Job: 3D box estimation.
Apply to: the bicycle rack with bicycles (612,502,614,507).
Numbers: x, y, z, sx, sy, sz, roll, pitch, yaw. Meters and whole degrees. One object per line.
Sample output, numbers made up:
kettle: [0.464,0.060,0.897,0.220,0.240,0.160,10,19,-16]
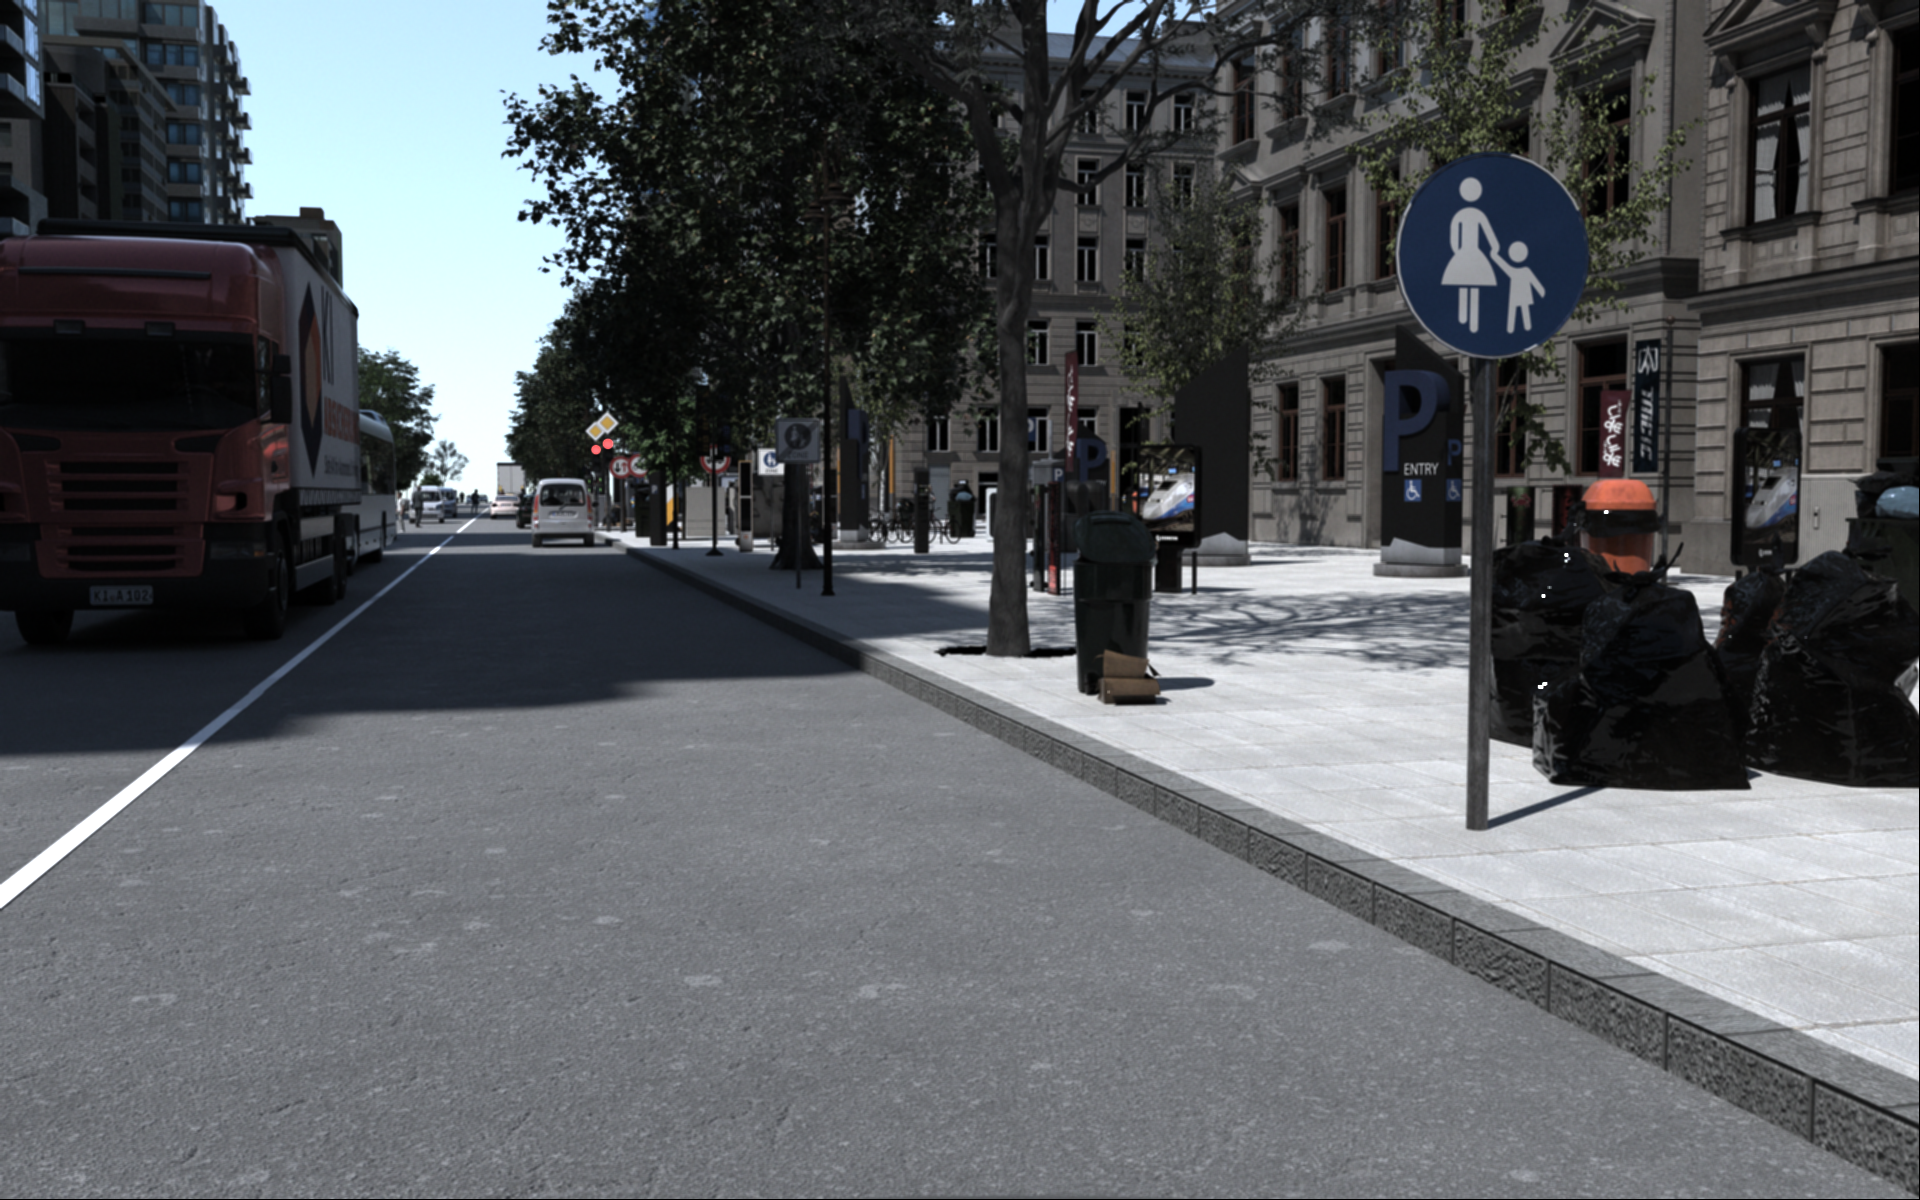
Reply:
bicycle rack with bicycles: [-22.507,-5.841,108.887,2.852,0.926,2.925,-1,4,-9]

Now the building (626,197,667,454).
building: [-42.724,-37.367,261.057,14.600,45.320,14.200,-1,4,-15]

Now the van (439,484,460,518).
van: [-31.812,-6.086,106.524,2.013,2.044,4.112,-1,4,-16]

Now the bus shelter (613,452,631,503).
bus shelter: [-19.262,-6.636,99.785,1.731,3.624,6.357,-1,4,-15]

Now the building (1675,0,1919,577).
building: [18.484,-9.492,19.820,10.561,19.102,19.286,-1,4,-15]

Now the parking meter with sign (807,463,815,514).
parking meter with sign: [-6.193,-4.441,68.879,0.543,3.016,1.738,-1,4,-17]

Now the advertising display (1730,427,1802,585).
advertising display: [7.879,-0.717,16.935,0.974,1.923,0.123,-2,4,-33]

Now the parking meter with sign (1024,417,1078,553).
parking meter with sign: [1.971,-2.588,38.575,0.543,3.016,1.738,-3,4,-36]

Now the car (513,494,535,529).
car: [-17.826,-3.876,73.164,2.009,1.686,4.222,-1,4,-16]

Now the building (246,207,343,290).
building: [-104.739,-38.068,272.524,14.600,45.320,14.200,-1,4,-15]

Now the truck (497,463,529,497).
truck: [-41.280,-10.446,159.697,2.839,4.237,11.283,-1,4,-13]

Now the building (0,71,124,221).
building: [-65.719,-21.168,117.792,14.160,30.474,14.107,-1,4,-15]

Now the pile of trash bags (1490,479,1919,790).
pile of trash bags: [3.703,0.041,9.075,1.912,1.369,3.447,1,4,9]

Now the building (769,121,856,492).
building: [-4.319,-19.951,112.105,13.634,28.700,20.117,-1,4,-15]

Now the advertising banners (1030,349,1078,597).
advertising banners: [1.194,-1.581,22.030,0.090,3.025,2.074,-1,4,-12]

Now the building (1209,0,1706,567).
building: [14.475,-12.478,40.168,11.583,22.565,21.152,-1,4,-15]

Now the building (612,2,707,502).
building: [-45.083,-59.373,283.418,22.319,86.520,31.000,-1,4,-15]

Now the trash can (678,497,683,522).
trash can: [-12.994,-4.213,80.531,0.748,1.137,0.748,0,3,0]

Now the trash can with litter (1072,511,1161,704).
trash can with litter: [1.065,0.025,10.973,0.624,1.170,1.055,0,4,-8]

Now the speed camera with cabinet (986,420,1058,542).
speed camera with cabinet: [1.716,-3.177,46.285,2.038,3.252,0.660,2,4,26]

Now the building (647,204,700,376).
building: [-39.405,-34.487,247.457,14.154,41.232,14.086,-1,4,-15]

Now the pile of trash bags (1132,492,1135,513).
pile of trash bags: [11.688,-7.411,130.928,1.912,1.369,3.447,-1,4,-17]

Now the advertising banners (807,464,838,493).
advertising banners: [-7.171,-5.761,90.382,2.074,3.025,0.090,-1,4,-18]

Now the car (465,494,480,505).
car: [-66.154,-13.650,235.181,2.014,1.417,4.499,-1,4,-15]

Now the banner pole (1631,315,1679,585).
banner pole: [9.860,-2.114,24.585,0.401,3.779,0.863,-2,4,-24]

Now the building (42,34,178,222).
building: [-78.195,-27.397,139.818,32.217,40.220,23.993,-1,4,-15]

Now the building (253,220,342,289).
building: [-100.315,-35.206,259.213,14.154,41.232,14.086,-1,4,-15]

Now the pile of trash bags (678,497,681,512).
pile of trash bags: [-20.027,-6.804,121.005,3.447,1.369,1.912,-2,4,-26]

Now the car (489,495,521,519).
car: [-26.028,-5.338,99.630,2.083,1.381,4.827,-1,4,-14]

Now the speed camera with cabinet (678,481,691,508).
speed camera with cabinet: [-21.837,-8.640,135.594,0.660,3.252,2.038,0,4,6]

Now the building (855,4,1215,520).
building: [7.415,-18.037,92.173,25.104,27.353,12.463,-1,4,-15]

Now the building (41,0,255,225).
building: [-80.883,-33.476,166.935,23.786,49.044,30.456,-1,4,-15]

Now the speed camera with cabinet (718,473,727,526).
speed camera with cabinet: [-9.603,-4.600,69.553,0.660,3.252,2.038,-2,4,-26]

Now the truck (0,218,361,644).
truck: [-8.713,-1.909,20.121,2.839,4.237,11.283,-1,4,-15]

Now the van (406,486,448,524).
van: [-26.398,-4.815,85.736,2.013,2.044,4.112,-1,4,-16]

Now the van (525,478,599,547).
van: [-11.000,-2.503,47.941,2.013,2.044,4.112,-1,4,-13]

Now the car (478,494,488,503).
car: [-76.823,-16.292,278.379,2.014,1.417,4.499,-1,4,-16]

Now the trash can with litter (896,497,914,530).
trash can with litter: [-1.717,-3.072,61.609,1.055,1.170,0.624,-2,4,-34]

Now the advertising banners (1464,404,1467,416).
advertising banners: [8.950,-2.265,33.216,2.074,3.025,0.090,-2,4,-29]

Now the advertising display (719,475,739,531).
advertising display: [-7.812,-3.323,59.541,0.974,1.923,0.123,-2,4,-29]

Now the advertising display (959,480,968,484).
advertising display: [0.156,-4.442,77.843,0.123,1.923,0.974,-1,4,-19]

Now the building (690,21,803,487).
building: [-14.990,-44.410,164.363,20.563,71.187,20.611,-1,4,-15]

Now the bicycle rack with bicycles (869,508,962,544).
bicycle rack with bicycles: [-1.702,-1.933,44.986,2.852,0.926,2.925,-2,4,-35]

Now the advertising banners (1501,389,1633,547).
advertising banners: [10.198,-2.016,29.143,2.074,3.025,0.090,1,4,9]

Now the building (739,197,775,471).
building: [-9.002,-21.164,133.416,14.401,28.519,23.554,-1,4,-15]

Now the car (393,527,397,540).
car: [-18.311,-2.486,53.010,2.083,1.381,4.827,-1,4,-15]

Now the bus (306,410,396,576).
bus: [-12.513,-2.319,32.777,2.948,3.499,13.247,-1,4,-14]

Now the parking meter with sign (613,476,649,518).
parking meter with sign: [-15.385,-5.203,81.333,1.738,3.016,0.543,-2,4,-32]

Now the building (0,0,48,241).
building: [-57.714,-47.102,82.788,22.319,86.520,31.000,-1,4,-15]

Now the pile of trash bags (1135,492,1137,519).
pile of trash bags: [10.628,-4.621,85.303,3.447,1.369,1.912,-3,5,-42]
